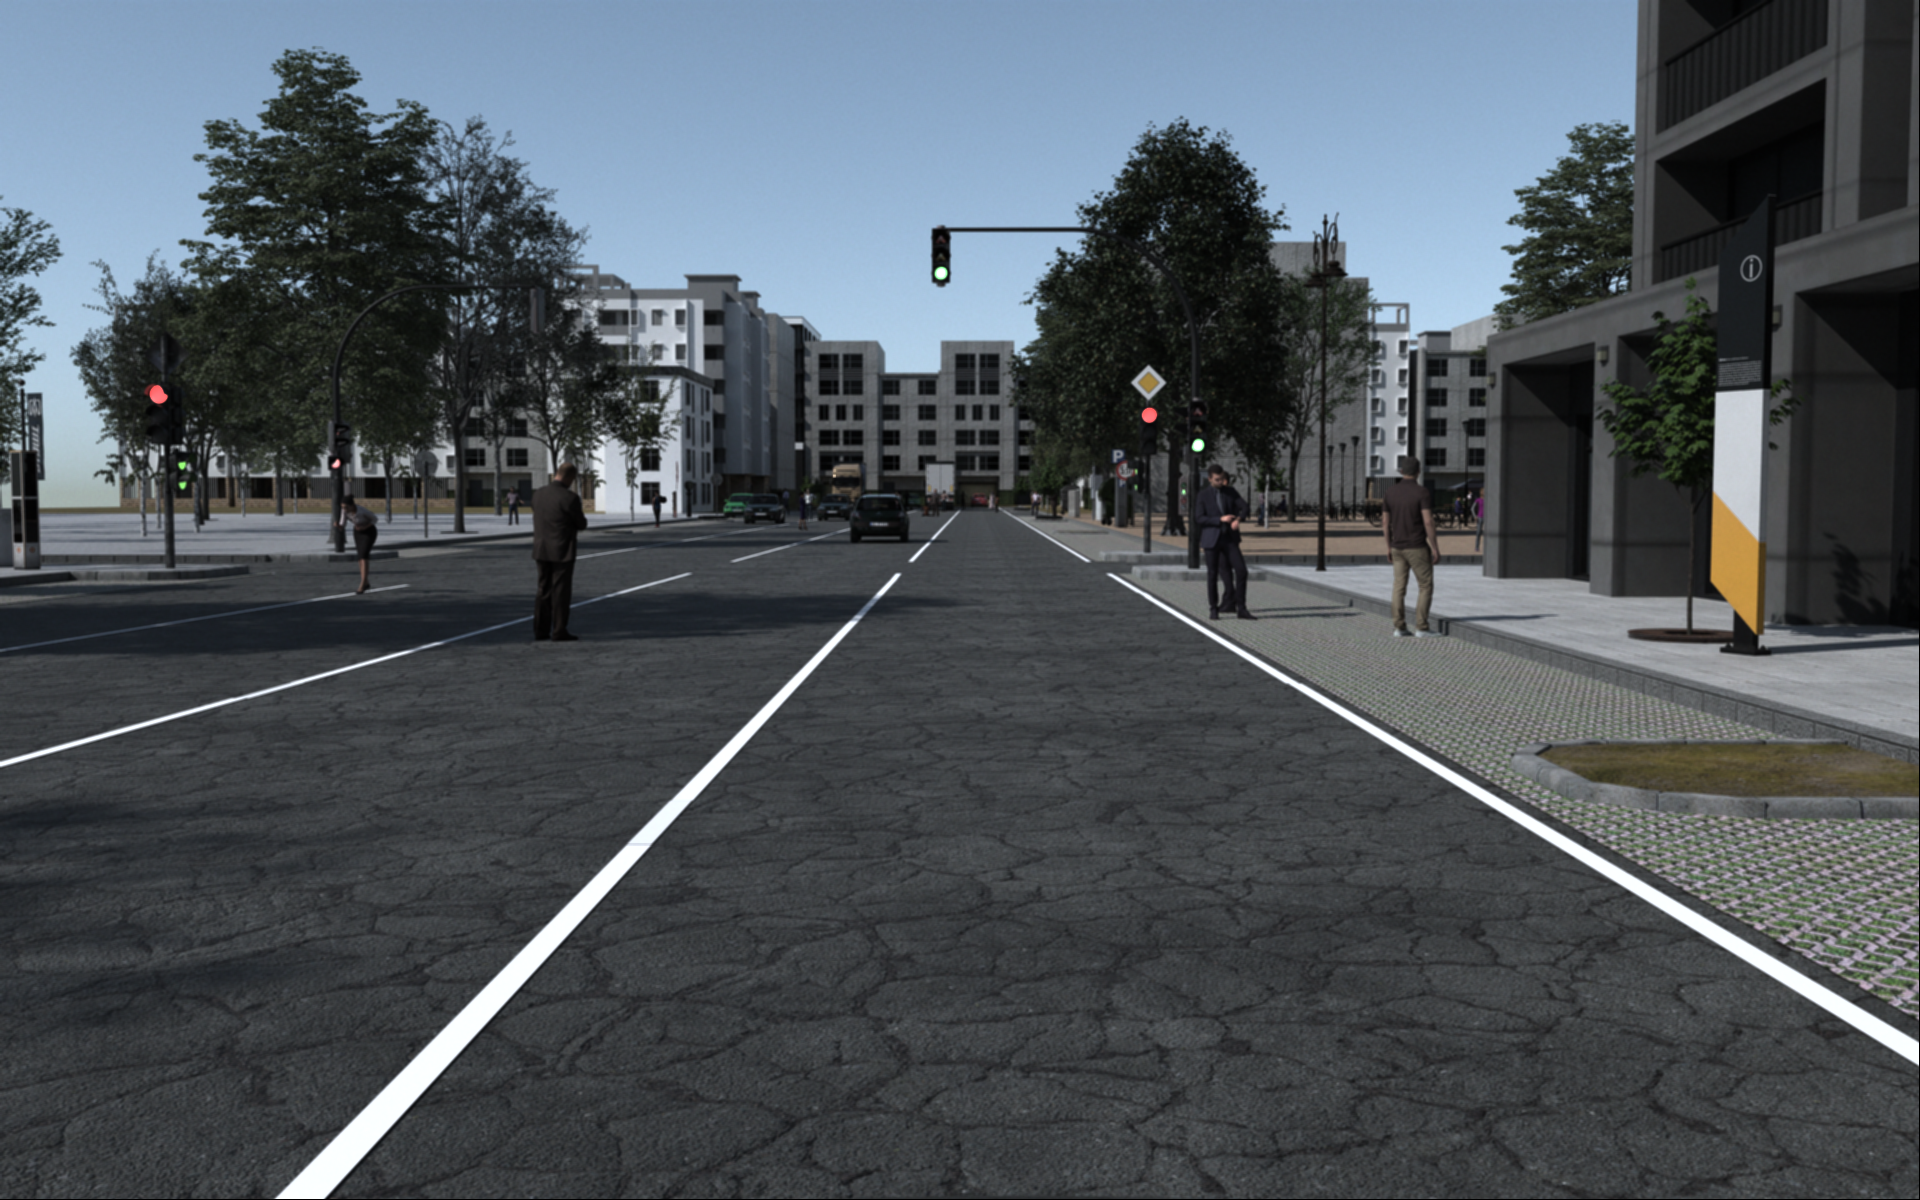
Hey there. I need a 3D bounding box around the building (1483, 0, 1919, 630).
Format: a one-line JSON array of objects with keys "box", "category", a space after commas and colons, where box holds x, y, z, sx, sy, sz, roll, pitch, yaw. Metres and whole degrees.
[{"box": [18.270, -35.244, 14.500, 20.563, 71.187, 20.611, 0, 4, 1], "category": "building"}]

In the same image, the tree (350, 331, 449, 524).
[{"box": [-24.238, -7.553, 73.849, 4.737, 8.622, 4.395, 0, 3, 0], "category": "tree"}]

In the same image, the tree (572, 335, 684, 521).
[{"box": [-15.180, -7.998, 81.122, 4.737, 8.622, 4.395, 0, 3, 0], "category": "tree"}]

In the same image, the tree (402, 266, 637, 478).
[{"box": [-16.709, -8.360, 71.095, 7.601, 10.594, 8.767, 2, 4, 27], "category": "tree"}]

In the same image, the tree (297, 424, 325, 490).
[{"box": [-42.644, -9.861, 111.583, 4.360, 8.622, 3.978, 0, 3, 0], "category": "tree"}]

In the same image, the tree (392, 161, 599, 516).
[{"box": [-27.529, -14.974, 100.706, 12.611, 20.169, 13.585, 0, 3, 0], "category": "tree"}]

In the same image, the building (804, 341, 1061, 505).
[{"box": [-2.120, -20.907, 208.287, 31.486, 18.905, 16.747, 0, 4, 1], "category": "building"}]

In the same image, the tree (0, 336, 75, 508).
[{"box": [-42.247, -7.670, 75.765, 4.737, 8.622, 4.395, 0, 3, 0], "category": "tree"}]

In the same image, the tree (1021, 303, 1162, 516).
[{"box": [7.968, -11.785, 99.342, 9.857, 13.997, 8.962, 0, 3, 0], "category": "tree"}]

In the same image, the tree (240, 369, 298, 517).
[{"box": [-40.304, -8.948, 96.662, 4.360, 8.622, 3.978, 0, 3, 0], "category": "tree"}]

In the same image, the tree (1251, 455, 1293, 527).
[{"box": [12.139, -4.538, 68.803, 1.663, 3.219, 1.824, 0, 3, 0], "category": "tree"}]

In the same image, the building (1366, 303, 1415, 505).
[{"box": [38.681, -19.670, 178.021, 11.380, 20.091, 16.016, 0, 4, 1], "category": "building"}]

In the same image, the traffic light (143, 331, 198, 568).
[{"box": [-13.626, -2.501, 29.810, 0.839, 4.253, 0.868, 0, 4, 1], "category": "traffic light"}]

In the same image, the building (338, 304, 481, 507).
[{"box": [-54.994, -19.696, 178.444, 11.380, 20.091, 16.016, 0, 4, 1], "category": "building"}]

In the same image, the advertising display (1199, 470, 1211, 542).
[{"box": [6.545, -2.503, 46.131, 0.974, 1.923, 0.123, -3, 4, -37], "category": "advertising display"}]

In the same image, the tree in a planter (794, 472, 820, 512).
[{"box": [-12.349, -8.759, 140.432, 1.991, 3.239, 1.994, 0, 4, 1], "category": "tree in a planter"}]

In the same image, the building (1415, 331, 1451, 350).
[{"box": [51.715, -21.461, 207.305, 11.380, 20.091, 16.016, 0, 4, 1], "category": "building"}]

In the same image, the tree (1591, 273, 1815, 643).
[{"box": [6.386, -1.271, 15.381, 1.663, 3.219, 1.824, 0, 3, 0], "category": "tree"}]

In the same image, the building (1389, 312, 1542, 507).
[{"box": [60.729, -18.984, 176.838, 31.486, 18.905, 16.747, 0, 4, 1], "category": "building"}]

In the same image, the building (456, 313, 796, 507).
[{"box": [-33.563, -19.060, 178.096, 31.486, 18.905, 16.747, 0, 4, 1], "category": "building"}]

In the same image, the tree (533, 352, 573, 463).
[{"box": [-19.416, -8.419, 88.010, 4.737, 8.622, 4.395, 0, 3, 0], "category": "tree"}]

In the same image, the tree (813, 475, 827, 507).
[{"box": [-14.460, -11.085, 175.837, 1.663, 3.219, 1.824, 0, 3, 0], "category": "tree"}]

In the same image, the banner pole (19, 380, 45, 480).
[{"box": [-20.308, -2.928, 37.891, 0.863, 3.779, 0.401, 2, 4, 25], "category": "banner pole"}]

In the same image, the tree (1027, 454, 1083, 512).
[{"box": [7.435, -8.674, 125.538, 4.285, 4.588, 4.351, 0, 3, 0], "category": "tree"}]

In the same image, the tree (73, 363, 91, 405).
[{"box": [-30.048, -6.960, 64.155, 4.737, 8.622, 4.395, 0, 3, 0], "category": "tree"}]

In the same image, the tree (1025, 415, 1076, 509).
[{"box": [7.324, -11.836, 143.878, 4.737, 8.622, 4.395, 0, 3, 0], "category": "tree"}]

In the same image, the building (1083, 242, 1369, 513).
[{"box": [18.682, -16.130, 130.176, 16.747, 18.905, 31.486, 0, 4, 1], "category": "building"}]

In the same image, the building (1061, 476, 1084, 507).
[{"box": [15.121, -14.082, 172.391, 9.099, 9.664, 28.070, 0, 4, 1], "category": "building"}]

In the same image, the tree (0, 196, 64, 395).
[{"box": [-33.082, -7.906, 55.023, 9.928, 11.665, 9.643, 0, 3, 0], "category": "tree"}]

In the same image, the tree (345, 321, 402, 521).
[{"box": [-26.901, -8.944, 80.648, 8.767, 10.594, 7.601, 1, 4, 9], "category": "tree"}]

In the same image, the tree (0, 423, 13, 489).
[{"box": [-63.731, -8.650, 104.336, 20.602, 7.101, 11.467, 2, 4, 26], "category": "tree"}]

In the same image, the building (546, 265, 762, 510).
[{"box": [-25.831, -17.788, 147.256, 16.016, 20.091, 11.380, 0, 4, 1], "category": "building"}]

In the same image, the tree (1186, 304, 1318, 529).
[{"box": [11.263, -6.961, 64.174, 4.360, 8.622, 3.978, 0, 3, 0], "category": "tree"}]

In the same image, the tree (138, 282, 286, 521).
[{"box": [-36.744, -9.687, 84.143, 9.928, 11.665, 9.643, 0, 3, 0], "category": "tree"}]

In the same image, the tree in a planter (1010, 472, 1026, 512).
[{"box": [5.012, -8.718, 139.767, 1.991, 3.239, 1.994, 0, 4, 1], "category": "tree in a planter"}]

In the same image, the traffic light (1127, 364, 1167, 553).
[{"box": [4.066, -2.981, 37.653, 0.839, 4.253, 0.868, 0, 4, 1], "category": "traffic light"}]

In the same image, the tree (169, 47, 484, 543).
[{"box": [-16.430, -7.770, 45.166, 7.486, 12.596, 7.792, 0, 3, 0], "category": "tree"}]

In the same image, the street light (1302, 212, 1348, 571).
[{"box": [6.036, -3.424, 28.777, 0.468, 5.910, 1.993, 0, 4, 1], "category": "street light"}]

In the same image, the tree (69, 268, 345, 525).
[{"box": [-31.732, -8.389, 71.577, 7.601, 10.594, 8.767, 2, 4, 29], "category": "tree"}]

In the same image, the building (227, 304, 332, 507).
[{"box": [-66.372, -19.712, 178.703, 11.380, 20.091, 16.016, 0, 4, 1], "category": "building"}]

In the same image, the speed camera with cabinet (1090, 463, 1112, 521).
[{"box": [6.771, -5.423, 83.004, 0.660, 3.252, 2.038, -1, 4, -9], "category": "speed camera with cabinet"}]

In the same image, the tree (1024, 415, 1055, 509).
[{"box": [7.389, -12.369, 152.588, 4.360, 8.622, 3.978, 0, 3, 0], "category": "tree"}]

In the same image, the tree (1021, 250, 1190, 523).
[{"box": [6.600, -9.677, 76.346, 7.486, 12.596, 7.792, 0, 3, 0], "category": "tree"}]

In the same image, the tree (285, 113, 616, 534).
[{"box": [-16.338, -8.920, 56.212, 12.009, 13.543, 11.850, 0, 3, 0], "category": "tree"}]

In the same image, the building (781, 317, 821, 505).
[{"box": [-34.258, -22.603, 213.527, 32.646, 21.610, 27.936, 0, 4, 1], "category": "building"}]

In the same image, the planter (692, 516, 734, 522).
[{"box": [-12.813, -4.222, 90.167, 1.991, 0.319, 1.994, 0, 4, 1], "category": "planter"}]

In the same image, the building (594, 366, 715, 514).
[{"box": [-22.581, -11.341, 127.579, 9.099, 9.664, 28.070, 0, 4, 1], "category": "building"}]

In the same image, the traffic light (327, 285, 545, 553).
[{"box": [-11.462, -3.862, 37.811, 4.771, 5.953, 1.251, 0, 4, 1], "category": "traffic light"}]

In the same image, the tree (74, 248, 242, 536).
[{"box": [-24.828, -6.254, 52.612, 4.360, 8.622, 3.978, 0, 3, 0], "category": "tree"}]

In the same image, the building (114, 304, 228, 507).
[{"box": [-77.783, -19.717, 178.795, 11.380, 20.091, 16.016, 0, 4, 1], "category": "building"}]

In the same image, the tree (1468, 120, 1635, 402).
[{"box": [19.808, -8.296, 53.768, 7.486, 12.596, 7.792, 0, 3, 0], "category": "tree"}]

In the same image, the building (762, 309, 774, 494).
[{"box": [-25.549, -18.535, 159.472, 16.016, 20.091, 11.380, 0, 4, 1], "category": "building"}]

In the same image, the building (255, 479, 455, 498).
[{"box": [-66.373, -20.899, 208.160, 31.486, 18.905, 16.747, 0, 4, 1], "category": "building"}]

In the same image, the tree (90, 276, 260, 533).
[{"box": [-25.448, -6.563, 57.665, 4.737, 8.622, 4.395, 0, 3, 0], "category": "tree"}]

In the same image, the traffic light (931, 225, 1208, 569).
[{"box": [1.902, -3.356, 29.546, 4.771, 5.953, 1.251, 0, 4, 1], "category": "traffic light"}]

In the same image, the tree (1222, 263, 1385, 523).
[{"box": [14.955, -9.245, 76.915, 9.928, 11.665, 9.643, 0, 3, 0], "category": "tree"}]

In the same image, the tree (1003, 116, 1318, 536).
[{"box": [6.541, -8.315, 52.950, 9.611, 12.733, 9.660, 0, 3, 0], "category": "tree"}]

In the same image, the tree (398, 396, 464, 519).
[{"box": [-27.516, -8.414, 87.932, 4.360, 8.622, 3.978, 0, 3, 0], "category": "tree"}]

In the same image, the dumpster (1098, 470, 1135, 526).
[{"box": [6.464, -4.189, 70.991, 1.502, 2.255, 1.985, 0, 4, 1], "category": "dumpster"}]

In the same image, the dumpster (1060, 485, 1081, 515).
[{"box": [6.865, -6.195, 107.044, 1.264, 1.857, 1.865, 0, 4, 1], "category": "dumpster"}]
